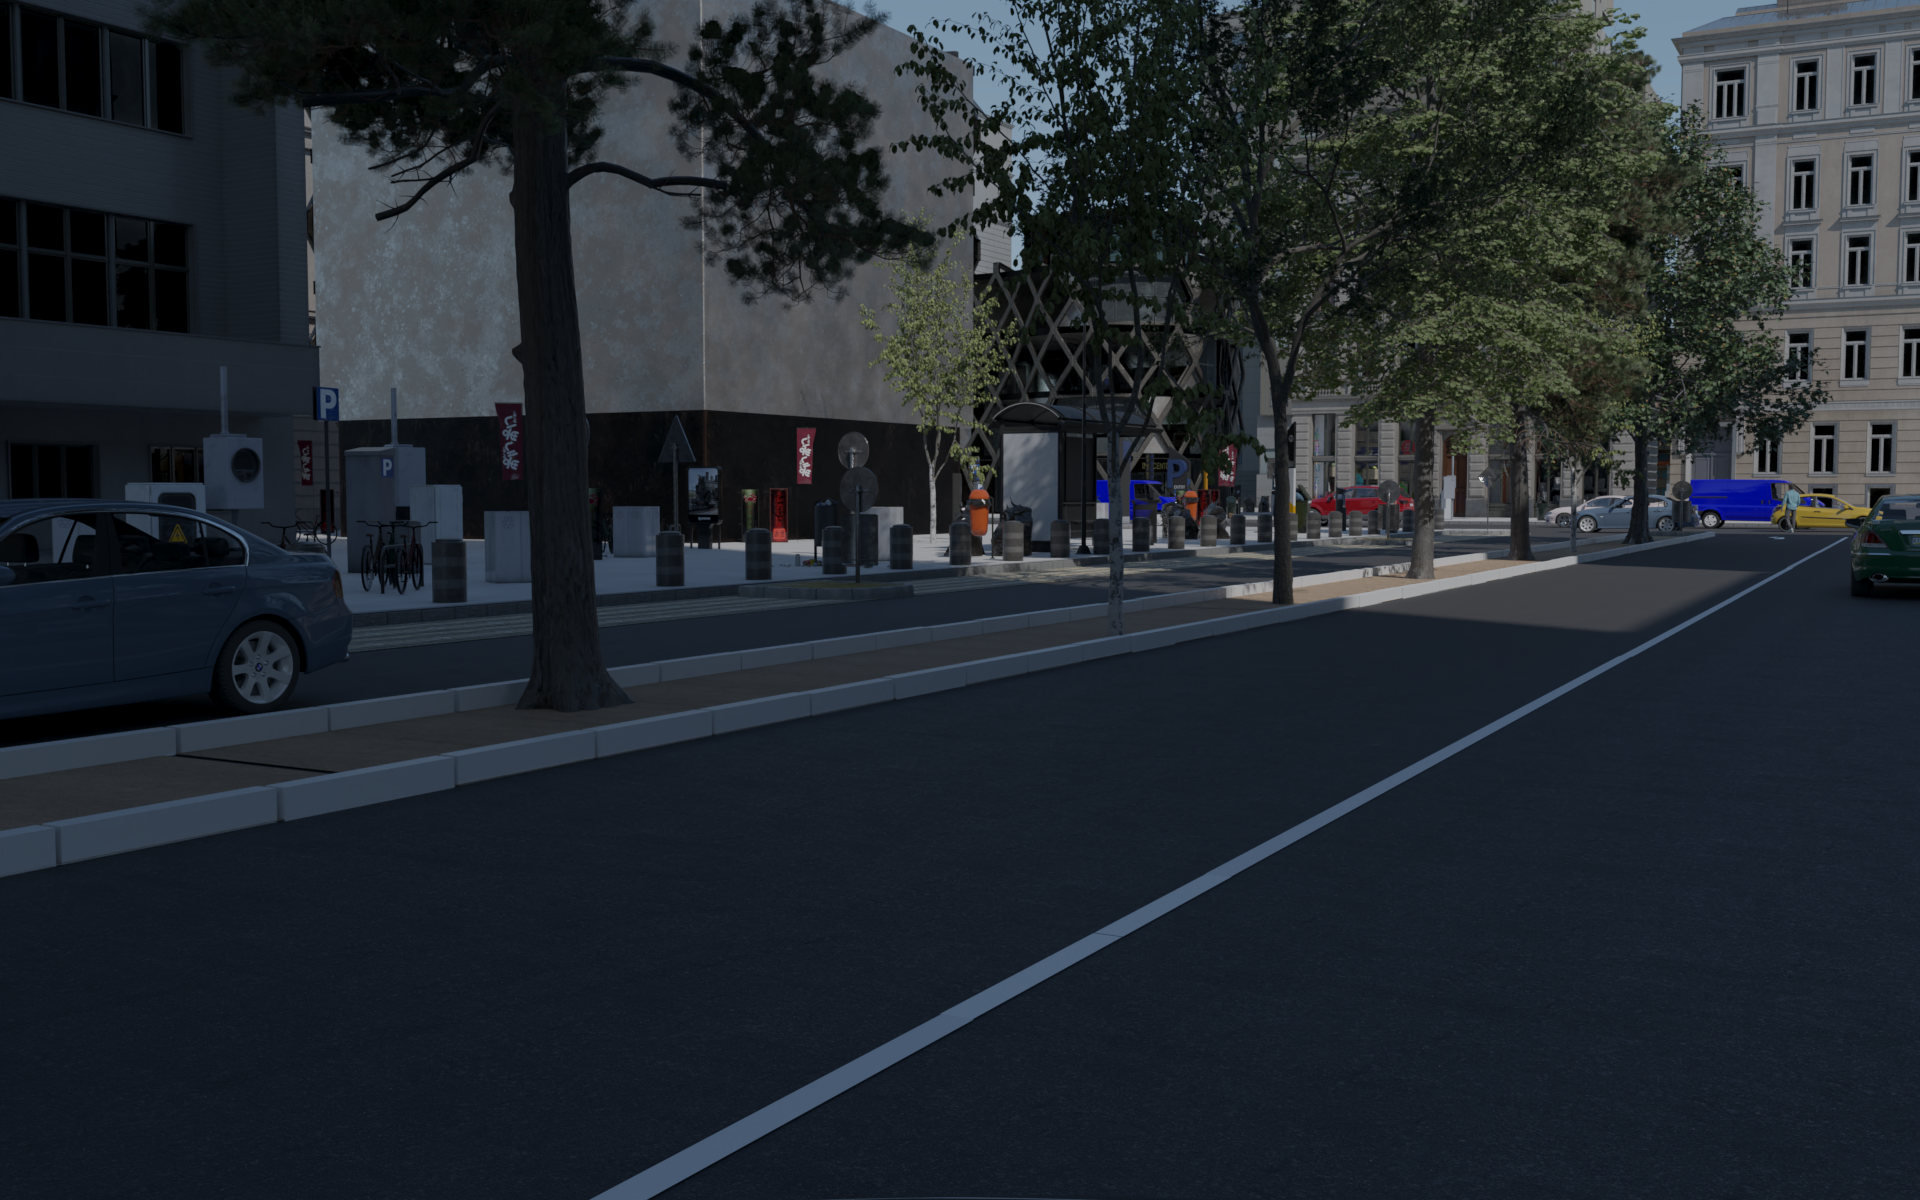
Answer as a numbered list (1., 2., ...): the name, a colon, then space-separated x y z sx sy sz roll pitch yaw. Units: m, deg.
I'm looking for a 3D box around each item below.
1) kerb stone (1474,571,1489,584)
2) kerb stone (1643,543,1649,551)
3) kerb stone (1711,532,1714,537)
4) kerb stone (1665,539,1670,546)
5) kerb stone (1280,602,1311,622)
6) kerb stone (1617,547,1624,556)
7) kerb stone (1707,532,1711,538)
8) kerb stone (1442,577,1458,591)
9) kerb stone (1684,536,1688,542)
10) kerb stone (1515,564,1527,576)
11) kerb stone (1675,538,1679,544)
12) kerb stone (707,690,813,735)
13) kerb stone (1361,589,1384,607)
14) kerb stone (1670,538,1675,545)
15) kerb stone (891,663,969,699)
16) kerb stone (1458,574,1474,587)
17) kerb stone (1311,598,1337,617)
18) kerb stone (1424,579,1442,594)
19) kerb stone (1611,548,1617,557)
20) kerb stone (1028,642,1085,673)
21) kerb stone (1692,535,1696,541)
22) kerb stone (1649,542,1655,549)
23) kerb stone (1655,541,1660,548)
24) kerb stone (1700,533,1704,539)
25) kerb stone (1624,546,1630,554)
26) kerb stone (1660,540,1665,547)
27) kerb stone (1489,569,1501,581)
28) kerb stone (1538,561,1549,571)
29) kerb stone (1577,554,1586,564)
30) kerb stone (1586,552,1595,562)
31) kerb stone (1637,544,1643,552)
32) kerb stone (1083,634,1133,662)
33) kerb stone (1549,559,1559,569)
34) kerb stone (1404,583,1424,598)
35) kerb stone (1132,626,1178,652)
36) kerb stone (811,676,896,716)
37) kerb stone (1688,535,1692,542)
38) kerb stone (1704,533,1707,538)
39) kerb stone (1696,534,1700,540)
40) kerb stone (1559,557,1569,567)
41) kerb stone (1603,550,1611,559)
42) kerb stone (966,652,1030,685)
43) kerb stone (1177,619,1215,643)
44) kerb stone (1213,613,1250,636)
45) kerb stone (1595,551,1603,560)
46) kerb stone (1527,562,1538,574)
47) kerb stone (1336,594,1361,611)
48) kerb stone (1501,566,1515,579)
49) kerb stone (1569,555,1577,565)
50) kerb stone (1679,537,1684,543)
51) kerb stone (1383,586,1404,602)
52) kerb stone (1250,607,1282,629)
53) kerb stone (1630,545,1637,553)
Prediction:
1. kerb stone: 8.272 -0.342 27.795 0.120 0.150 1.000 2 4 29
2. kerb stone: 17.289 -1.327 43.967 0.120 0.150 1.000 2 4 29
3. kerb stone: 24.801 -2.154 57.425 0.120 0.150 1.000 2 4 29
4. kerb stone: 19.294 -1.551 47.556 0.120 0.150 1.000 2 4 29
5. kerb stone: 3.751 0.152 19.717 0.120 0.150 1.000 2 4 29
6. kerb stone: 15.281 -1.108 40.366 0.120 0.150 1.000 2 4 29
7. kerb stone: 24.304 -2.100 56.526 0.120 0.150 1.000 2 4 29
8. kerb stone: 7.263 -0.233 26.002 0.120 0.150 1.000 2 4 29
9. kerb stone: 21.287 -1.770 51.140 0.120 0.150 1.000 2 4 29
10. kerb stone: 9.770 -0.508 30.495 0.120 0.150 1.000 2 4 29
11. kerb stone: 20.294 -1.657 49.348 0.120 0.150 1.000 2 4 29
12. kerb stone: -1.262 0.700 10.746 0.120 0.150 1.000 2 4 29
13. kerb stone: 5.262 -0.011 22.414 0.120 0.150 1.000 2 4 29
14. kerb stone: 19.796 -1.606 48.452 0.120 0.150 1.000 2 4 29
15. kerb stone: -0.251 0.590 12.542 0.120 0.150 1.000 2 4 29
16. kerb stone: 7.765 -0.282 26.899 0.120 0.150 1.000 2 4 29
17. kerb stone: 4.252 0.096 20.622 0.120 0.150 1.000 2 4 29
18. kerb stone: 6.763 -0.174 25.102 0.120 0.150 1.000 2 4 29
19. kerb stone: 14.780 -1.054 39.472 0.120 0.150 1.000 2 4 29
20. kerb stone: 0.744 0.483 14.340 0.120 0.150 1.000 2 4 29
21. kerb stone: 22.295 -1.875 52.925 0.120 0.150 1.000 2 4 29
22. kerb stone: 17.795 -1.386 44.860 0.120 0.150 1.000 2 4 29
23. kerb stone: 18.289 -1.440 45.760 0.120 0.150 1.000 2 4 29
24. kerb stone: 23.295 -1.990 54.734 0.120 0.150 1.000 2 4 29
25. kerb stone: 15.771 -1.164 41.266 0.120 0.150 1.000 2 4 29
26. kerb stone: 18.795 -1.496 46.662 0.120 0.150 1.000 2 4 29
27. kerb stone: 8.760 -0.398 28.699 0.120 0.150 1.000 2 4 29
28. kerb stone: 10.776 -0.618 32.300 0.120 0.150 1.000 2 4 29
29. kerb stone: 12.778 -0.838 35.895 0.120 0.150 1.000 2 4 29
30. kerb stone: 13.283 -0.892 36.787 0.120 0.150 1.000 2 4 29
31. kerb stone: 16.781 -1.276 43.063 0.120 0.150 1.000 2 4 29
32. kerb stone: 1.241 0.426 15.237 0.120 0.150 1.000 2 4 29
33. kerb stone: 11.280 -0.664 33.192 0.120 0.150 1.000 2 4 29
34. kerb stone: 6.266 -0.123 24.201 0.120 0.150 1.000 2 4 29
35. kerb stone: 1.757 0.371 16.131 0.120 0.150 1.000 2 4 29
36. kerb stone: -0.758 0.651 11.639 0.120 0.150 1.000 2 4 29
37. kerb stone: 21.802 -1.825 52.026 0.120 0.150 1.000 2 4 29
38. kerb stone: 23.801 -2.041 55.625 0.120 0.150 1.000 2 4 29
39. kerb stone: 22.796 -1.931 53.831 0.120 0.150 1.000 2 4 29
40. kerb stone: 11.780 -0.726 34.092 0.120 0.150 1.000 2 4 29
41. kerb stone: 14.288 -0.998 38.573 0.120 0.150 1.000 2 4 29
42. kerb stone: 0.243 0.537 13.441 0.120 0.150 1.000 2 4 29
43. kerb stone: 2.246 0.318 17.037 0.120 0.150 1.000 2 4 29
44. kerb stone: 2.750 0.261 17.929 0.120 0.150 1.000 2 4 29
45. kerb stone: 13.784 -0.945 37.681 0.120 0.150 1.000 2 4 29
46. kerb stone: 10.268 -0.563 31.399 0.120 0.150 1.000 2 4 29
47. kerb stone: 4.751 0.041 21.518 0.120 0.150 1.000 2 4 29
48. kerb stone: 9.269 -0.452 29.589 0.120 0.150 1.000 2 4 29
49. kerb stone: 12.275 -0.783 34.998 0.120 0.150 1.000 2 4 29
50. kerb stone: 20.795 -1.713 50.241 0.120 0.150 1.000 2 4 29
51. kerb stone: 5.752 -0.068 23.315 0.120 0.150 1.000 2 4 29
52. kerb stone: 3.247 0.206 18.825 0.120 0.150 1.000 2 4 29
53. kerb stone: 16.287 -1.221 42.165 0.120 0.150 1.000 2 4 29
